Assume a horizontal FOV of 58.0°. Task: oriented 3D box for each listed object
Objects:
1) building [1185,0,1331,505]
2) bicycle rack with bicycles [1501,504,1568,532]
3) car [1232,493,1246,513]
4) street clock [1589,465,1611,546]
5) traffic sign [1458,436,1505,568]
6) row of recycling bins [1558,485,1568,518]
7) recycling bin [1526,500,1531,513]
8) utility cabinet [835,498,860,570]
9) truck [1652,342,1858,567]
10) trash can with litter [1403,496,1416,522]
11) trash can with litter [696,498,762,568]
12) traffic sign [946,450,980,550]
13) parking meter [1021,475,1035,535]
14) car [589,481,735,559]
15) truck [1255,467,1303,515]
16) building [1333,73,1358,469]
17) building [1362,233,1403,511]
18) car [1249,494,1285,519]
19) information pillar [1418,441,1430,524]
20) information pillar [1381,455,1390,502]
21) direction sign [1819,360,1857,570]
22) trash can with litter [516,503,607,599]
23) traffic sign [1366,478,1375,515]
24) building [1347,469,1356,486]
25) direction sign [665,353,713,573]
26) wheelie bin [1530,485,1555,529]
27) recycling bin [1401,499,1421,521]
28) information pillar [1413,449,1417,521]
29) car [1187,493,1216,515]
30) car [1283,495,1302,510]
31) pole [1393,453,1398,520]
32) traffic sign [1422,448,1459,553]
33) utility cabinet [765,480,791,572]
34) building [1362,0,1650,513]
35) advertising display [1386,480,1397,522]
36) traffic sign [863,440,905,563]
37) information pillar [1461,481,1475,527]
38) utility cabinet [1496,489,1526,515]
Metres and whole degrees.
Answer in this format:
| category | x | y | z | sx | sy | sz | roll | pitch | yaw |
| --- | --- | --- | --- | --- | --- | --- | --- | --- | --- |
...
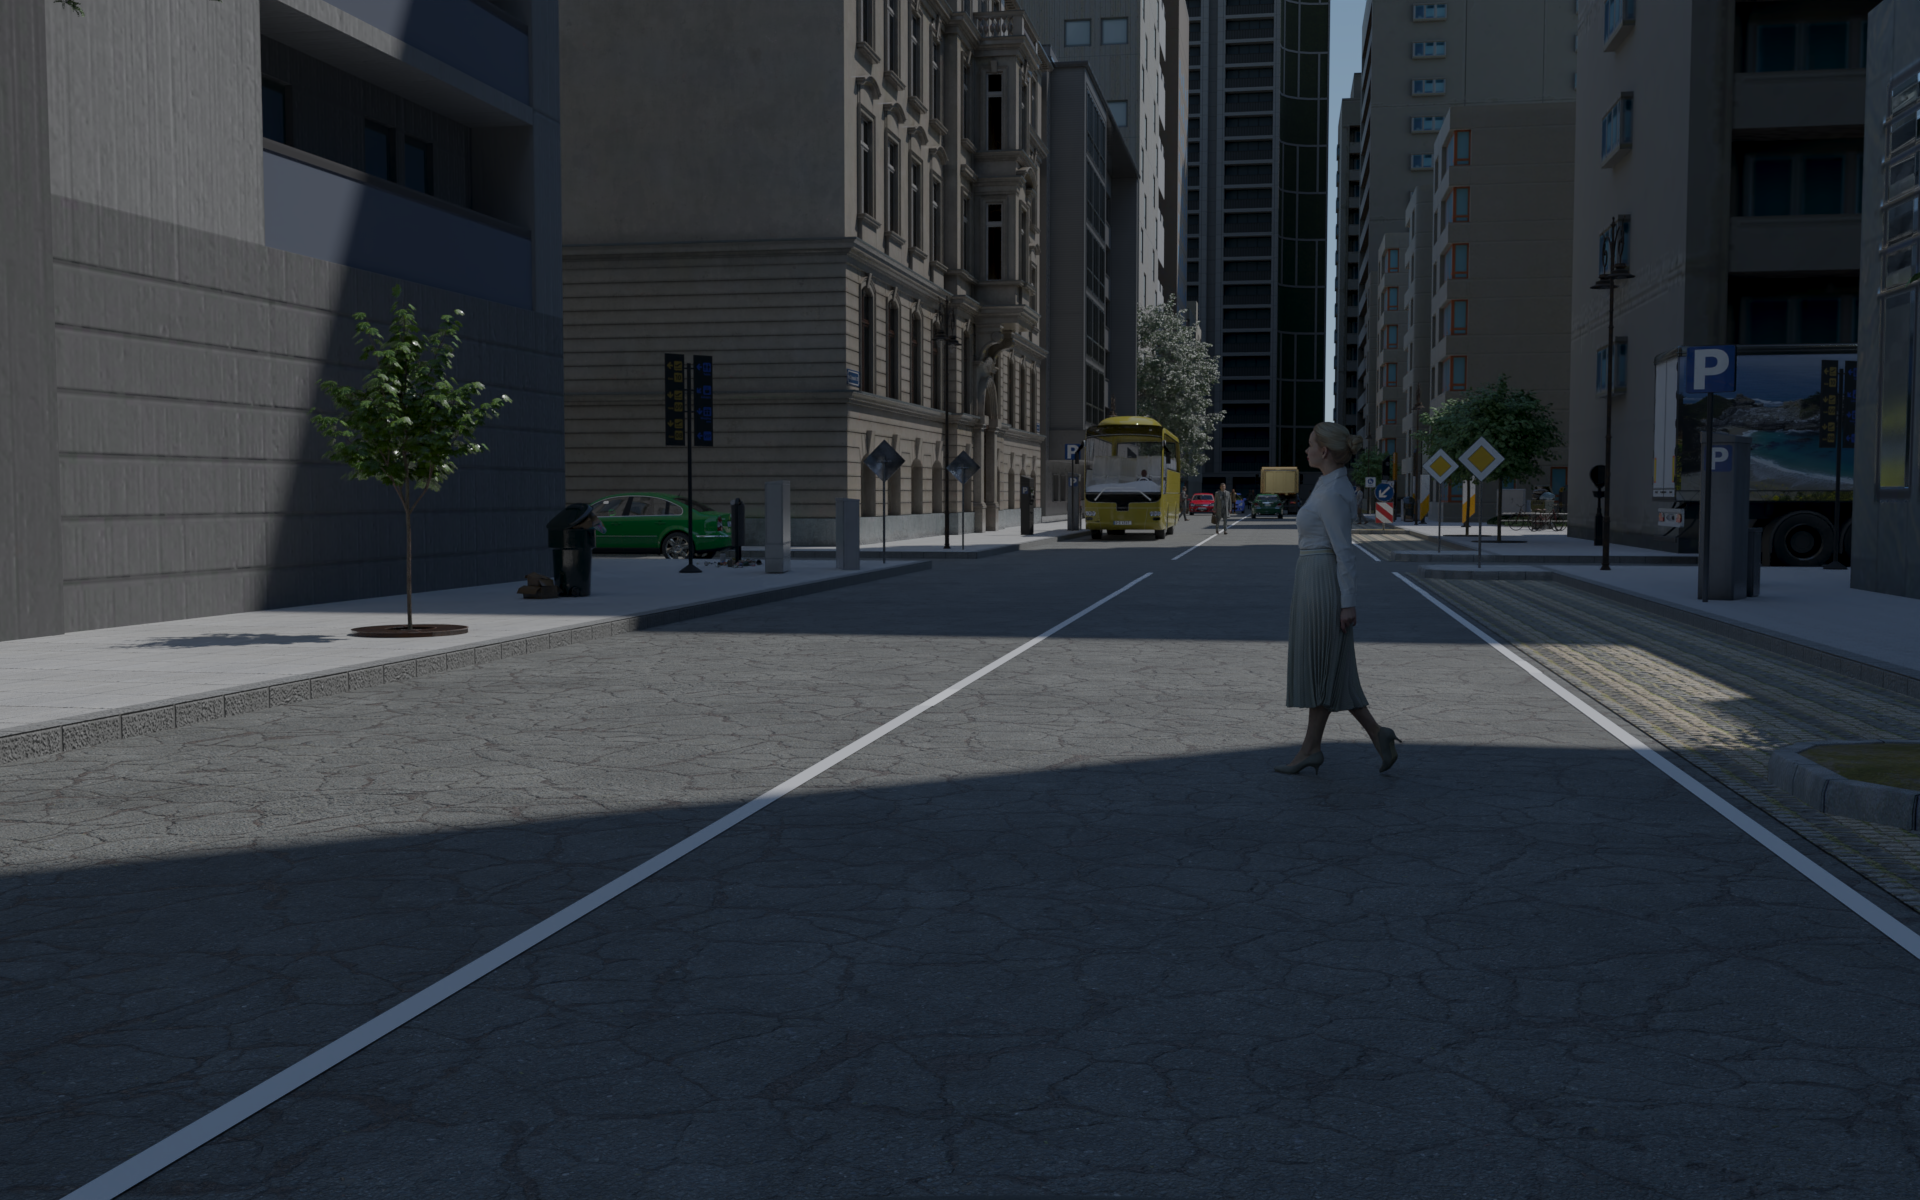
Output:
| category | x | y | z | sx | sy | sz | roll | pitch | yaw |
| --- | --- | --- | --- | --- | --- | --- | --- | --- | --- |
| building | 32.972 | -46.870 | 204.581 | 20.611 | 71.187 | 20.563 | 1 | 4 | 11 |
| bicycle rack with bicycles | 20.291 | -2.865 | 60.226 | 2.925 | 0.926 | 2.852 | -1 | 4 | -18 |
| car | 20.349 | -7.301 | 128.965 | 1.945 | 1.707 | 3.694 | 1 | 4 | 10 |
| street clock | 15.837 | -2.345 | 42.905 | 0.471 | 2.002 | 0.358 | 1 | 4 | 11 |
| traffic sign | 9.011 | -1.612 | 29.991 | 0.795 | 2.450 | 0.064 | 1 | 4 | 11 |
| row of recycling bins | 26.191 | -4.096 | 74.085 | 1.069 | 1.692 | 3.534 | 1 | 4 | 16 |
| recycling bin | 25.183 | -3.848 | 75.476 | 0.722 | 1.027 | 0.722 | -3 | 5 | -41 |
| utility cabinet | -1.919 | -1.132 | 29.674 | 0.306 | 1.237 | 1.020 | -1 | 4 | -11 |
| truck | 19.227 | -2.676 | 32.673 | 11.283 | 4.237 | 2.839 | 1 | 4 | 12 |
| trash can with litter | 20.617 | -4.154 | 79.305 | 0.624 | 1.170 | 1.055 | 1 | 4 | 9 |
| trash can with litter | -4.123 | -1.222 | 31.045 | 1.678 | 1.210 | 2.233 | 0 | 4 | -1 |
| traffic sign | 0.073 | -2.212 | 39.805 | 0.795 | 2.450 | 0.064 | 1 | 4 | 11 |
| parking meter | 2.117 | -2.972 | 54.296 | 0.399 | 1.863 | 0.255 | 2 | 4 | 35 |
| car | -6.930 | -1.672 | 36.140 | 4.718 | 1.807 | 1.959 | 1 | 4 | 9 |
| truck | 22.769 | -7.803 | 123.508 | 3.469 | 3.379 | 9.791 | 1 | 4 | 10 |
| building | 54.546 | -35.334 | 201.405 | 21.600 | 48.544 | 21.300 | 1 | 4 | 11 |
| building | 44.345 | -17.218 | 126.560 | 27.650 | 21.520 | 28.899 | 1 | 4 | 11 |
| car | 18.130 | -5.533 | 102.270 | 2.131 | 1.459 | 4.920 | 1 | 4 | 9 |
| information pillar | 19.930 | -5.071 | 74.270 | 0.504 | 3.616 | 0.183 | -2 | 4 | -32 |
| information pillar | 25.211 | -6.799 | 102.524 | 0.504 | 3.616 | 0.183 | -1 | 4 | -12 |
| direction sign | 14.922 | -2.289 | 29.415 | 0.876 | 3.537 | 0.379 | -1 | 4 | -21 |
| trash can with litter | -4.945 | -0.617 | 21.475 | 0.624 | 1.170 | 1.055 | 2 | 4 | 32 |
| traffic sign | 24.962 | -6.312 | 105.334 | 0.606 | 2.300 | 0.079 | 1 | 4 | 18 |
| building | 49.042 | -44.858 | 171.682 | 20.563 | 71.187 | 20.611 | 1 | 4 | 11 |
| direction sign | -4.398 | -2.213 | 28.183 | 0.876 | 3.537 | 0.379 | -3 | 5 | -40 |
| wheelie bin | 21.131 | -3.358 | 62.810 | 0.693 | 1.594 | 0.980 | -3 | 4 | -37 |
| recycling bin | 21.652 | -4.315 | 83.101 | 0.722 | 1.027 | 0.722 | -1 | 4 | -19 |
| information pillar | 21.349 | -5.494 | 81.174 | 0.183 | 3.616 | 0.504 | 2 | 4 | 32 |
| car | 16.487 | -6.627 | 117.396 | 2.155 | 1.783 | 4.494 | 1 | 4 | 10 |
| car | 29.805 | -8.799 | 155.861 | 2.014 | 1.417 | 4.499 | 1 | 4 | 11 |
| pole | 21.347 | -5.575 | 85.002 | 0.158 | 3.312 | 0.155 | 0 | 3 | 0 |
| traffic sign | 10.482 | -2.092 | 37.840 | 0.795 | 2.450 | 0.064 | 1 | 4 | 11 |
| utility cabinet | -3.001 | -1.207 | 28.421 | 0.318 | 1.500 | 1.173 | 0 | 4 | 0 |
| building | 46.244 | -32.279 | 151.464 | 21.300 | 48.544 | 21.600 | 1 | 4 | 11 |
| advertising display | 19.966 | -4.583 | 80.152 | 0.123 | 1.923 | 0.974 | 0 | 4 | -7 |
| traffic sign | -1.399 | -1.732 | 31.956 | 0.795 | 2.450 | 0.064 | 1 | 4 | 11 |
| information pillar | 19.619 | -4.613 | 66.781 | 0.504 | 3.616 | 0.183 | -1 | 4 | -10 |
| utility cabinet | 23.968 | -4.078 | 75.350 | 1.173 | 1.500 | 0.318 | 3 | 4 | 39 |
